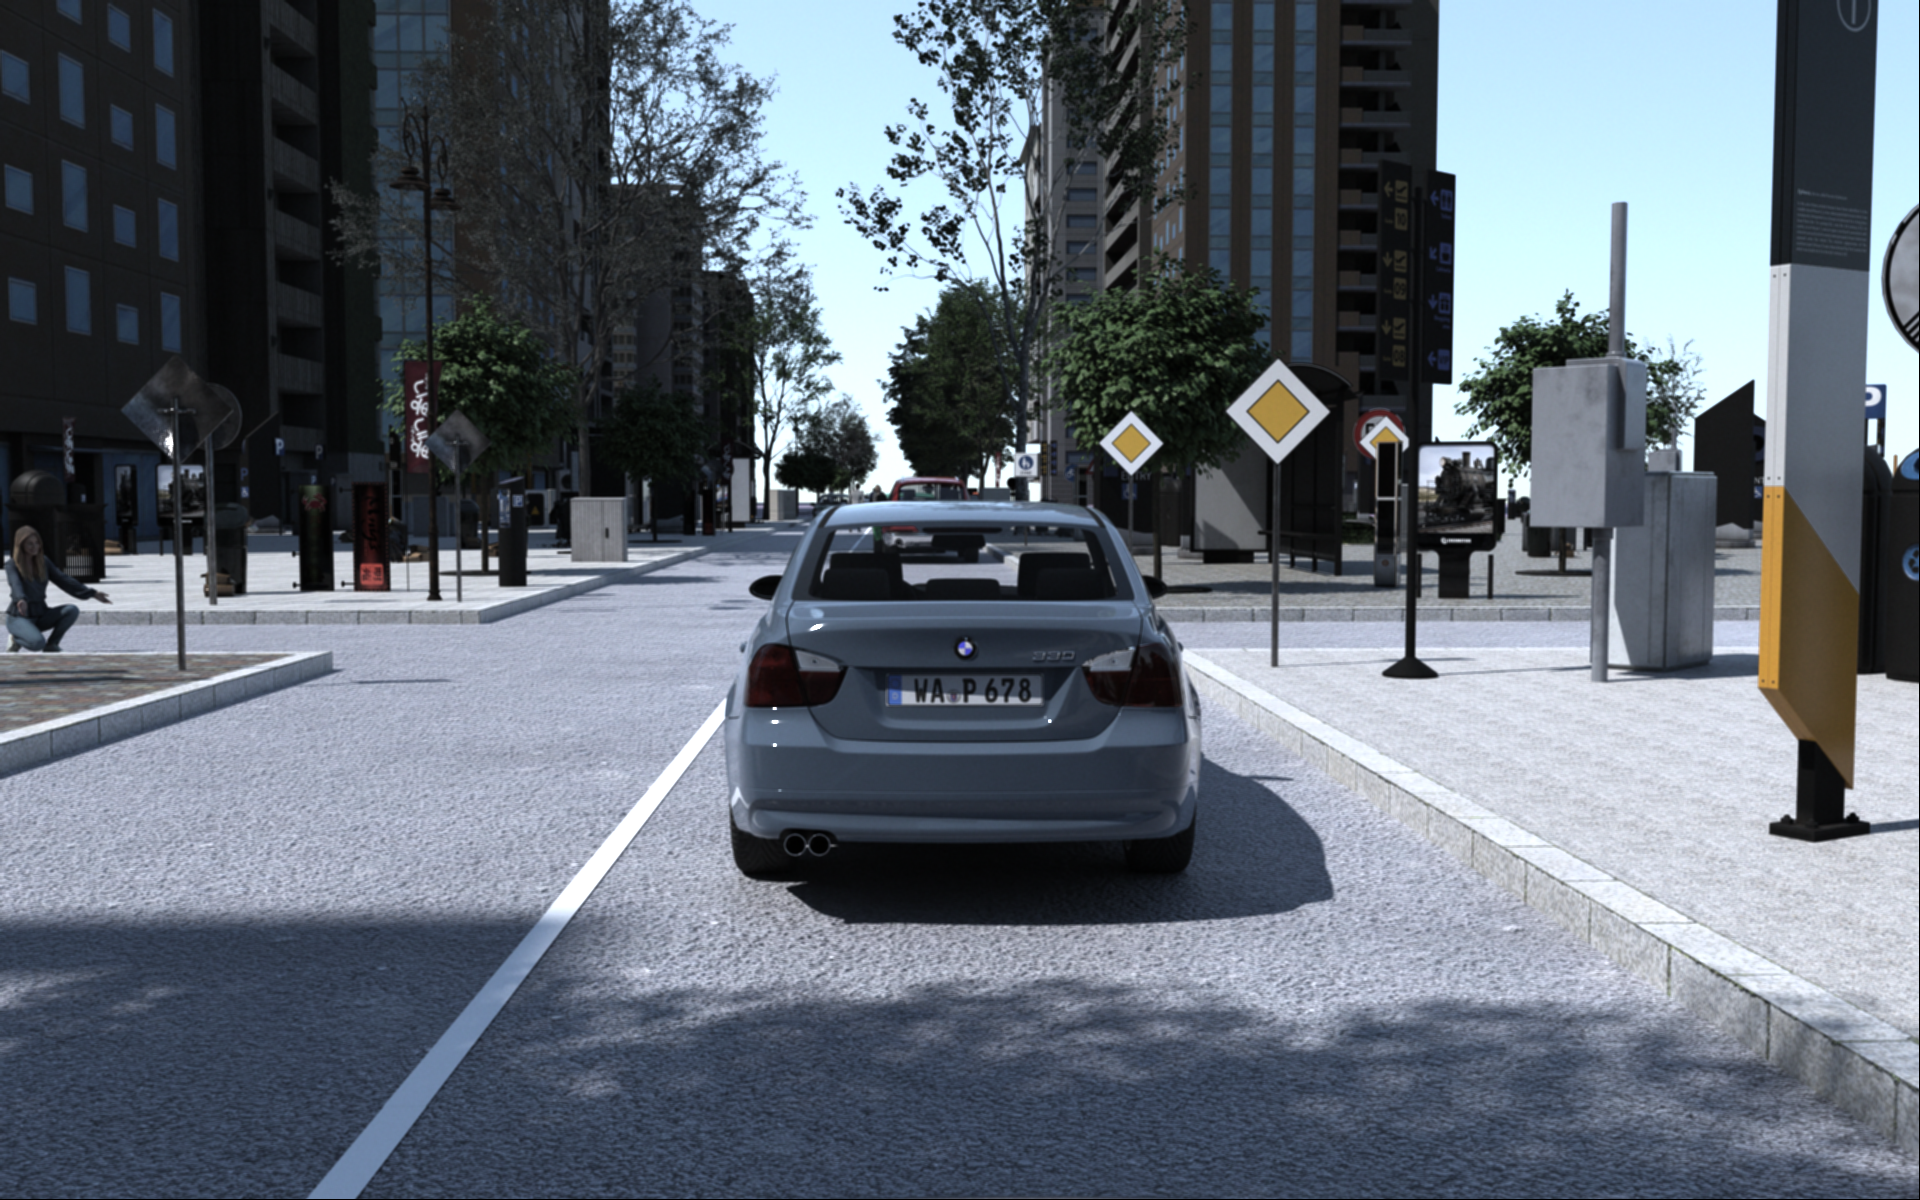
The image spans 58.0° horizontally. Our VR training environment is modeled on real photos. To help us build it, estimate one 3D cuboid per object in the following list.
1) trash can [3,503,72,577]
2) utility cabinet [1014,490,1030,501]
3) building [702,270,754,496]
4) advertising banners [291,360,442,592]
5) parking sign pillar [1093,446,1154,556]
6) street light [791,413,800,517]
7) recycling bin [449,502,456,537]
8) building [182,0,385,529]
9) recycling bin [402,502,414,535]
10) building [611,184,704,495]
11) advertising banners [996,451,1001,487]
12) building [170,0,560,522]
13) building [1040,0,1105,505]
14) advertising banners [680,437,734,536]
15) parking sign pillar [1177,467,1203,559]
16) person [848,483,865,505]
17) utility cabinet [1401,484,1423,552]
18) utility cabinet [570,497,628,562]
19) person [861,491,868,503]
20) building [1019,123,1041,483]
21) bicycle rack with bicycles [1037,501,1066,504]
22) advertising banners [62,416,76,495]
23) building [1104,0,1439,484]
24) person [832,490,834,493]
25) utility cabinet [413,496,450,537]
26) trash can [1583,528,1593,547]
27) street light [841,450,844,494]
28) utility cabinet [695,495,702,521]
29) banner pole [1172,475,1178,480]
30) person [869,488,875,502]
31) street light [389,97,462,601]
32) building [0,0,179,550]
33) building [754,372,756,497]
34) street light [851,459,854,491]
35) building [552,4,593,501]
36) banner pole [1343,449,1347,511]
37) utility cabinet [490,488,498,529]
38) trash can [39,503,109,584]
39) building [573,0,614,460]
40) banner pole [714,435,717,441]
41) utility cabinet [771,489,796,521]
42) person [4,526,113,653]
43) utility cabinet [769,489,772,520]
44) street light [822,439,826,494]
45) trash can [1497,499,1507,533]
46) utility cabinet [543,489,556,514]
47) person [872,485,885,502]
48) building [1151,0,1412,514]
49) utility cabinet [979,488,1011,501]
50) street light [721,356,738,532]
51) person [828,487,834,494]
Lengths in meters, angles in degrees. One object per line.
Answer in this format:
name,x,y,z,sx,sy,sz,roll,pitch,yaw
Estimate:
trash can,-14.081,-0.895,26.285,0.748,1.137,0.748,0,3,0
utility cabinet,3.349,-5.210,93.861,0.318,1.500,1.173,2,4,31
building,-34.808,-27.660,223.946,14.160,30.474,14.107,0,4,-2
advertising banners,-7.760,-1.621,22.696,2.074,3.025,0.090,0,4,5
parking sign pillar,3.495,-2.940,36.543,1.447,3.967,1.447,-1,4,-17
street light,-9.181,-7.608,97.177,0.468,5.910,1.993,0,4,-2
recycling bin,-15.353,-2.456,52.707,0.722,1.027,0.722,2,4,30
building,-30.366,-17.829,63.204,14.160,30.474,14.107,0,4,-2
recycling bin,-17.649,-2.609,55.214,0.722,1.027,0.722,0,4,3
building,-43.323,-31.342,204.314,32.217,40.220,23.993,0,4,-2
advertising banners,1.275,-4.635,71.963,0.090,3.025,2.074,-1,4,-22
building,-28.247,-26.596,84.954,14.600,45.320,14.200,0,4,-2
building,20.437,-41.032,212.869,21.231,58.520,28.212,0,4,-2
advertising banners,-7.828,-3.520,53.732,2.074,3.025,0.090,2,4,29
parking sign pillar,5.071,-2.815,34.504,1.447,3.967,1.447,0,4,3
person,-3.905,-3.476,65.185,0.661,1.843,0.795,1,4,13
utility cabinet,9.756,-1.804,38.180,1.173,1.500,0.318,-1,4,-16
utility cabinet,-6.831,-1.322,32.777,1.020,1.237,0.306,0,4,6
person,-8.798,-9.084,157.738,0.721,1.743,1.217,3,4,37
building,23.312,-39.924,241.997,28.713,52.752,27.495,0,4,-2
bicycle rack with bicycles,3.493,-4.394,85.216,2.925,0.926,2.852,-1,4,-17
advertising banners,-20.127,-2.576,38.308,0.090,3.025,2.074,0,4,6
building,22.833,-31.092,132.058,21.300,48.544,21.600,0,4,-2
person,-7.507,-5.680,102.298,0.756,1.711,0.436,3,4,37
utility cabinet,-15.839,-2.492,51.904,1.020,1.237,0.306,0,4,6
trash can,15.438,-1.854,41.962,0.748,1.137,0.748,0,3,0
street light,-12.200,-12.690,180.267,0.468,5.910,1.993,0,4,-2
utility cabinet,-13.150,-4.696,87.935,0.306,1.237,1.020,1,4,17
banner pole,10.424,-5.721,83.557,0.401,3.779,0.863,-3,5,-41
person,-5.899,-6.805,119.623,0.709,1.838,0.599,1,4,13
street light,-6.348,-2.933,20.745,0.468,5.910,1.993,0,4,-2
building,-28.265,-23.889,40.700,14.600,45.320,14.200,0,4,-2
building,-35.768,-28.520,238.001,14.160,30.474,14.107,0,4,-2
street light,-13.517,-14.974,217.617,0.468,5.910,1.993,0,4,-2
building,-38.469,-31.717,107.820,28.713,52.752,27.495,0,4,-2
banner pole,21.162,-6.453,95.527,0.401,3.779,0.863,3,5,43
utility cabinet,-16.722,-3.334,63.197,0.318,1.500,1.173,-3,5,-44
trash can,-12.667,-0.814,24.962,0.748,1.137,0.748,0,3,0
building,-35.381,-42.394,131.392,20.563,71.187,20.611,0,4,-2
banner pole,-10.206,-5.128,73.859,0.863,3.779,0.401,1,4,17
utility cabinet,-8.818,-4.817,87.439,1.173,1.500,0.318,-3,5,-42
person,-8.063,-0.083,15.364,0.738,1.151,1.012,2,4,31
utility cabinet,-10.149,-5.213,93.918,0.318,1.500,1.173,0,4,5
street light,-10.562,-9.892,134.524,0.468,5.910,1.993,0,4,-2
trash can,16.834,-2.620,54.488,0.748,1.137,0.748,0,3,0
utility cabinet,-19.097,-4.370,80.127,0.318,1.500,1.173,-3,4,-39
person,-3.143,-3.588,67.351,0.537,1.800,0.526,0,4,1
building,20.571,-28.384,114.196,14.600,45.320,14.200,0,4,-2
utility cabinet,1.214,-3.200,60.993,1.173,1.500,0.318,-2,4,-32
street light,-7.729,-5.219,58.118,0.468,5.910,1.993,0,4,-2
person,-6.634,-4.933,89.378,0.641,1.798,0.478,-1,4,-20
